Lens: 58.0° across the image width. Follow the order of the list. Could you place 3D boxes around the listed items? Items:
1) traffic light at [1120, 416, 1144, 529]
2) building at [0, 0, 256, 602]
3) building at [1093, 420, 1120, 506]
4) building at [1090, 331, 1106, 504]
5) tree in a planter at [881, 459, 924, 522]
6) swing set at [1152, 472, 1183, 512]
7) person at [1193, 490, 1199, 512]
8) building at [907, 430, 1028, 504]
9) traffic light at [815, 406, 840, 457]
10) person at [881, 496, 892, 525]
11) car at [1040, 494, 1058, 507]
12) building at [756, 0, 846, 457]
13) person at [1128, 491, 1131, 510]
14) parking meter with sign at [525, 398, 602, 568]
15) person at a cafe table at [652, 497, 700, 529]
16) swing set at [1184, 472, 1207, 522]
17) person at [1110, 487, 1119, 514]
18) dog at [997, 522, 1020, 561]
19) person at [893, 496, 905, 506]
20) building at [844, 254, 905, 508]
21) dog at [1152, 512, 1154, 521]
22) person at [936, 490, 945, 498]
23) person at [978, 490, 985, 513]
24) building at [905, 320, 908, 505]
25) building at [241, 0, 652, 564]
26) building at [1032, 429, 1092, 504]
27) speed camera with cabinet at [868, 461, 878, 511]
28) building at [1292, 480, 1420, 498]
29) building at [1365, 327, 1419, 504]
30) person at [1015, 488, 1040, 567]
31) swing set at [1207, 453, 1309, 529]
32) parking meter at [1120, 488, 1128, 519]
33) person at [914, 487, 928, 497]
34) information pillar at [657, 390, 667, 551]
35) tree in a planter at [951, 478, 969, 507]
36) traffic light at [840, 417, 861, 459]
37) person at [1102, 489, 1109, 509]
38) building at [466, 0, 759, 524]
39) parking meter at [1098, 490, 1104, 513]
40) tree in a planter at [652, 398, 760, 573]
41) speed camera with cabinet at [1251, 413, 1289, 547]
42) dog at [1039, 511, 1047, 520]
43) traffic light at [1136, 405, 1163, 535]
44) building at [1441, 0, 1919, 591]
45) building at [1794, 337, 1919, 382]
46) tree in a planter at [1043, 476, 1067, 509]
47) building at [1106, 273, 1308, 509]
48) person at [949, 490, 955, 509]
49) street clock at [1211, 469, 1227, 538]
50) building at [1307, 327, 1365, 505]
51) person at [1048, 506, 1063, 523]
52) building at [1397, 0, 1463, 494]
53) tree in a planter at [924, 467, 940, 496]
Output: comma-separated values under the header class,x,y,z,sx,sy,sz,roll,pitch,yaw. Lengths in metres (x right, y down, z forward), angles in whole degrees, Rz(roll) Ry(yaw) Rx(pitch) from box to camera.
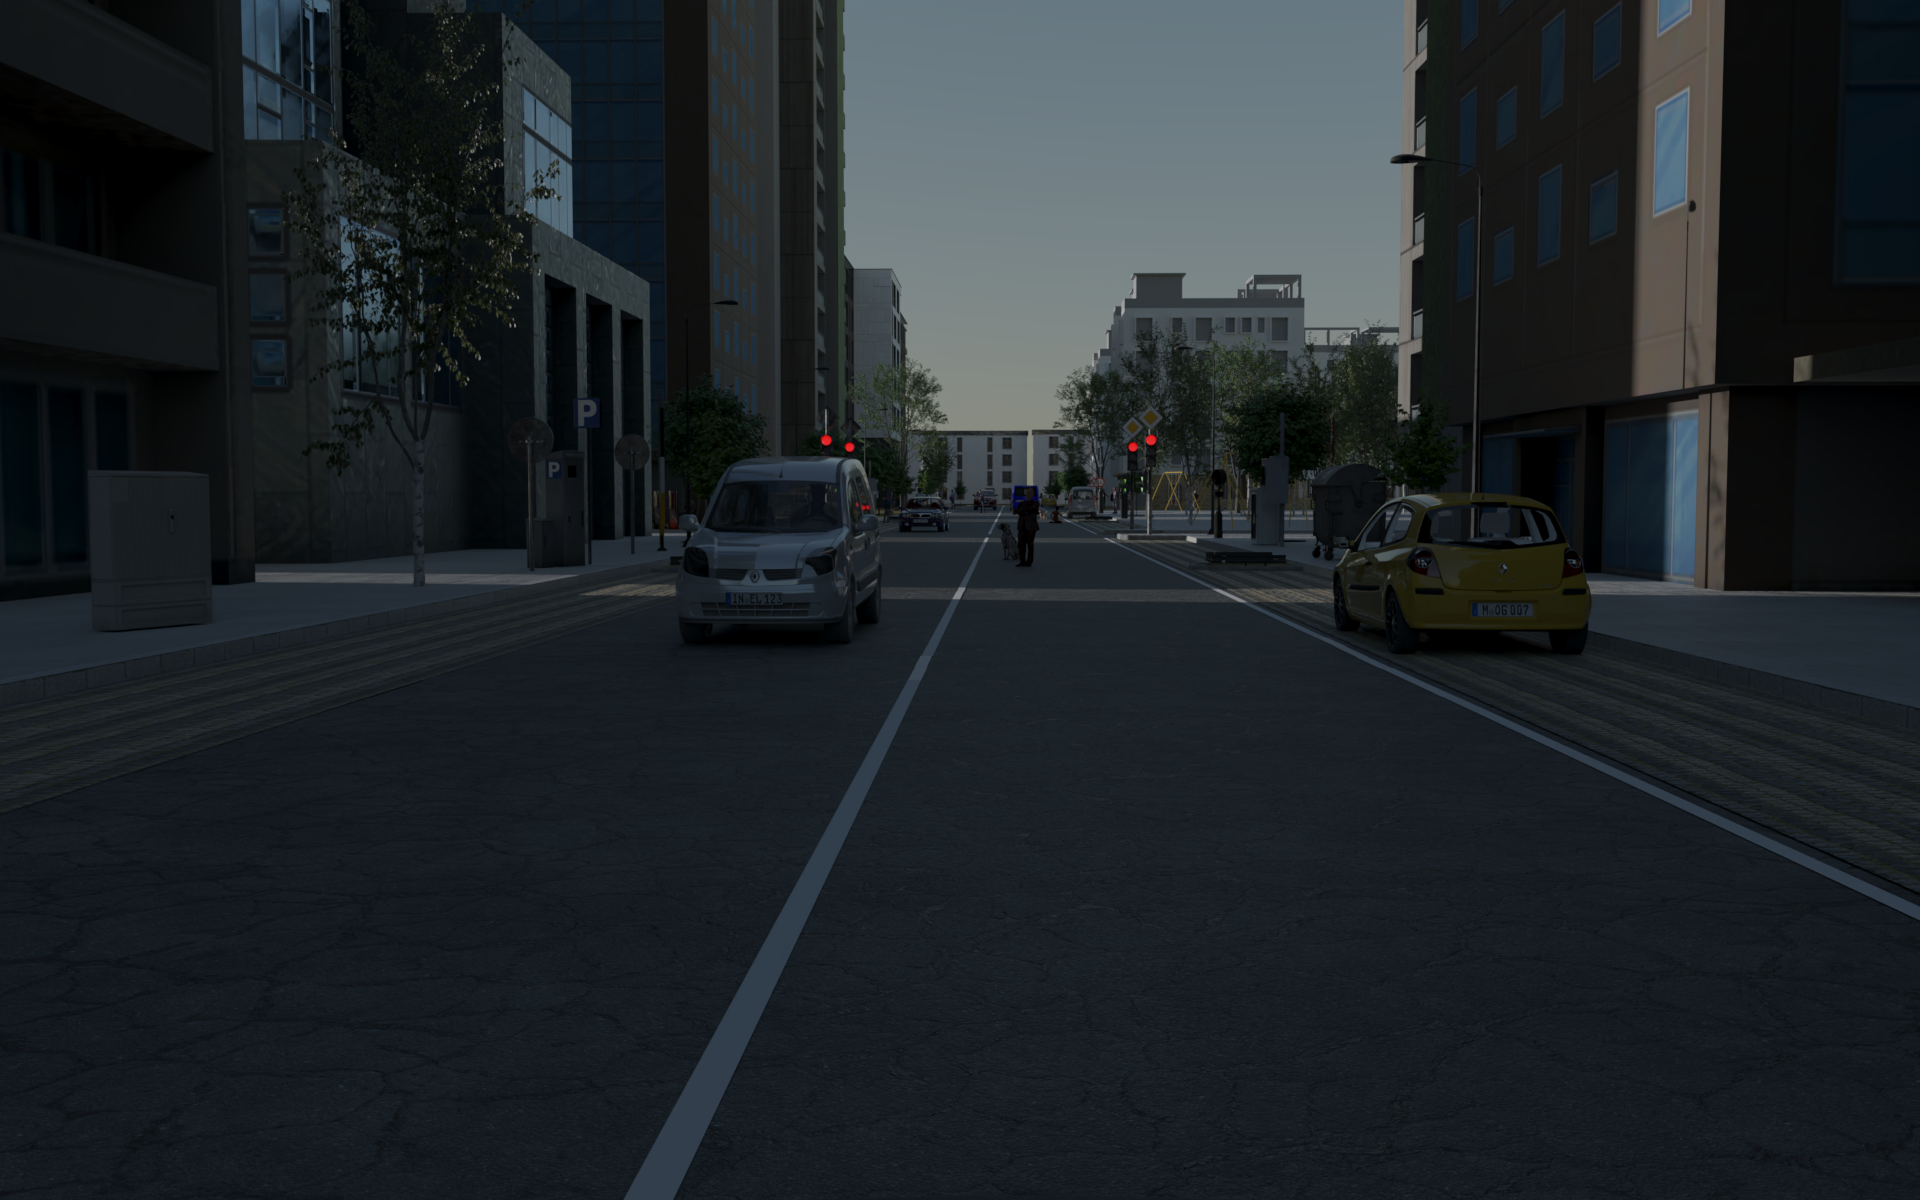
class,x,y,z,sx,sy,sz,roll,pitch,yaw
traffic light,6.229,-4.518,62.790,0.839,4.253,0.868,0,4,2
building,-21.217,-23.847,13.599,21.300,48.544,21.600,0,4,2
building,19.822,-14.875,185.354,9.099,9.664,28.070,0,4,2
building,23.552,-21.318,204.969,16.016,20.091,11.380,0,4,2
tree in a planter,-2.975,-5.536,87.738,1.991,3.239,1.994,0,4,2
swing set,15.109,-7.657,122.812,2.862,2.851,3.119,-1,4,-19
person,17.114,-7.211,126.153,0.569,1.553,0.471,1,4,9
building,-4.985,-17.598,229.874,28.070,9.664,9.099,0,4,2
traffic light,-4.198,-4.047,55.085,0.839,4.253,0.868,0,4,2
person,-3.401,-4.145,80.173,0.435,1.345,0.340,-1,4,-19
car,9.680,-10.932,188.954,2.015,1.641,3.980,0,4,4
building,-14.745,-25.917,107.343,14.154,41.232,14.086,0,4,2
person,12.155,-7.217,124.766,0.841,1.734,0.376,-2,4,-35
parking meter with sign,-7.034,-2.107,30.704,0.543,3.016,1.738,1,4,21
person at a cafe table,-10.578,-3.291,64.662,1.726,1.238,1.698,0,4,-8
swing set,12.168,-5.084,80.747,2.862,2.851,3.119,1,4,13
person,10.029,-6.456,112.423,0.431,1.722,0.655,-2,4,-32
dog,1.106,-1.266,37.536,0.513,0.831,0.800,0,4,-8
person,-5.001,-8.348,142.634,1.348,1.812,0.705,3,5,41
building,-20.169,-19.041,155.287,27.936,21.610,32.646,0,4,2
dog,9.027,-3.965,81.651,0.406,0.507,0.540,-2,4,-25
person,-2.340,-12.332,208.396,1.217,1.736,0.721,-1,4,-18
person,1.601,-7.458,130.895,0.683,1.767,0.568,3,4,36
building,-22.857,-21.658,198.083,32.646,21.610,27.936,0,4,2
building,-25.288,-44.482,39.961,31.000,86.520,22.319,0,4,2
building,23.526,-17.555,229.179,28.070,9.664,9.099,0,4,2
speed camera with cabinet,-5.197,-6.565,101.679,0.660,3.252,2.038,0,4,5
building,51.720,-17.512,228.466,28.070,9.664,9.099,0,4,2
building,51.403,-21.146,202.161,11.380,20.091,16.016,0,4,2
person,1.341,-1.430,34.147,0.482,1.546,0.388,2,4,30
swing set,11.294,-4.149,65.456,3.119,2.851,2.862,0,4,-4
parking meter,8.551,-5.177,90.348,0.399,1.863,0.255,0,4,-4
person,-1.808,-4.293,79.408,0.841,1.734,0.376,-2,4,-29
information pillar,-6.707,-2.909,38.916,0.183,3.616,0.504,-1,4,-15
tree in a planter,0.018,-11.919,192.101,1.991,3.239,1.994,0,4,2
traffic light,-3.969,-4.535,63.066,0.839,4.253,0.868,0,4,2
person,12.841,-9.017,153.995,0.721,1.766,1.217,-2,4,-34
building,-17.341,-26.309,80.267,14.600,45.320,14.200,0,4,2
parking meter,9.324,-6.504,114.751,0.372,1.533,0.369,0,3,0
tree in a planter,-4.579,-2.145,32.288,1.991,3.239,1.994,0,4,2
speed camera with cabinet,7.680,-2.978,43.020,0.660,3.252,2.038,0,3,0
dog,4.640,-4.735,96.709,0.540,0.507,0.406,1,4,16
traffic light,5.999,-4.030,54.809,0.839,4.253,0.868,0,4,2
building,16.832,-23.113,28.001,14.600,45.320,14.200,0,4,2
building,20.867,-21.496,6.080,22.147,44.769,28.867,0,4,2
tree in a planter,9.191,-10.236,164.586,1.991,3.239,1.994,0,4,2
building,21.519,-18.183,153.707,16.016,20.091,11.380,0,4,2
person,-0.773,-9.316,160.687,0.599,1.838,0.709,2,4,34
street clock,7.527,-2.803,50.405,0.358,2.002,0.471,-2,4,-27
building,39.645,-21.180,202.705,11.380,20.091,16.016,0,4,2
person,4.768,-4.161,84.821,0.859,0.850,0.655,3,5,43
building,18.368,-21.977,42.914,14.154,41.232,14.086,0,4,2
tree in a planter,-2.201,-7.183,114.670,1.991,3.239,1.994,0,4,2
